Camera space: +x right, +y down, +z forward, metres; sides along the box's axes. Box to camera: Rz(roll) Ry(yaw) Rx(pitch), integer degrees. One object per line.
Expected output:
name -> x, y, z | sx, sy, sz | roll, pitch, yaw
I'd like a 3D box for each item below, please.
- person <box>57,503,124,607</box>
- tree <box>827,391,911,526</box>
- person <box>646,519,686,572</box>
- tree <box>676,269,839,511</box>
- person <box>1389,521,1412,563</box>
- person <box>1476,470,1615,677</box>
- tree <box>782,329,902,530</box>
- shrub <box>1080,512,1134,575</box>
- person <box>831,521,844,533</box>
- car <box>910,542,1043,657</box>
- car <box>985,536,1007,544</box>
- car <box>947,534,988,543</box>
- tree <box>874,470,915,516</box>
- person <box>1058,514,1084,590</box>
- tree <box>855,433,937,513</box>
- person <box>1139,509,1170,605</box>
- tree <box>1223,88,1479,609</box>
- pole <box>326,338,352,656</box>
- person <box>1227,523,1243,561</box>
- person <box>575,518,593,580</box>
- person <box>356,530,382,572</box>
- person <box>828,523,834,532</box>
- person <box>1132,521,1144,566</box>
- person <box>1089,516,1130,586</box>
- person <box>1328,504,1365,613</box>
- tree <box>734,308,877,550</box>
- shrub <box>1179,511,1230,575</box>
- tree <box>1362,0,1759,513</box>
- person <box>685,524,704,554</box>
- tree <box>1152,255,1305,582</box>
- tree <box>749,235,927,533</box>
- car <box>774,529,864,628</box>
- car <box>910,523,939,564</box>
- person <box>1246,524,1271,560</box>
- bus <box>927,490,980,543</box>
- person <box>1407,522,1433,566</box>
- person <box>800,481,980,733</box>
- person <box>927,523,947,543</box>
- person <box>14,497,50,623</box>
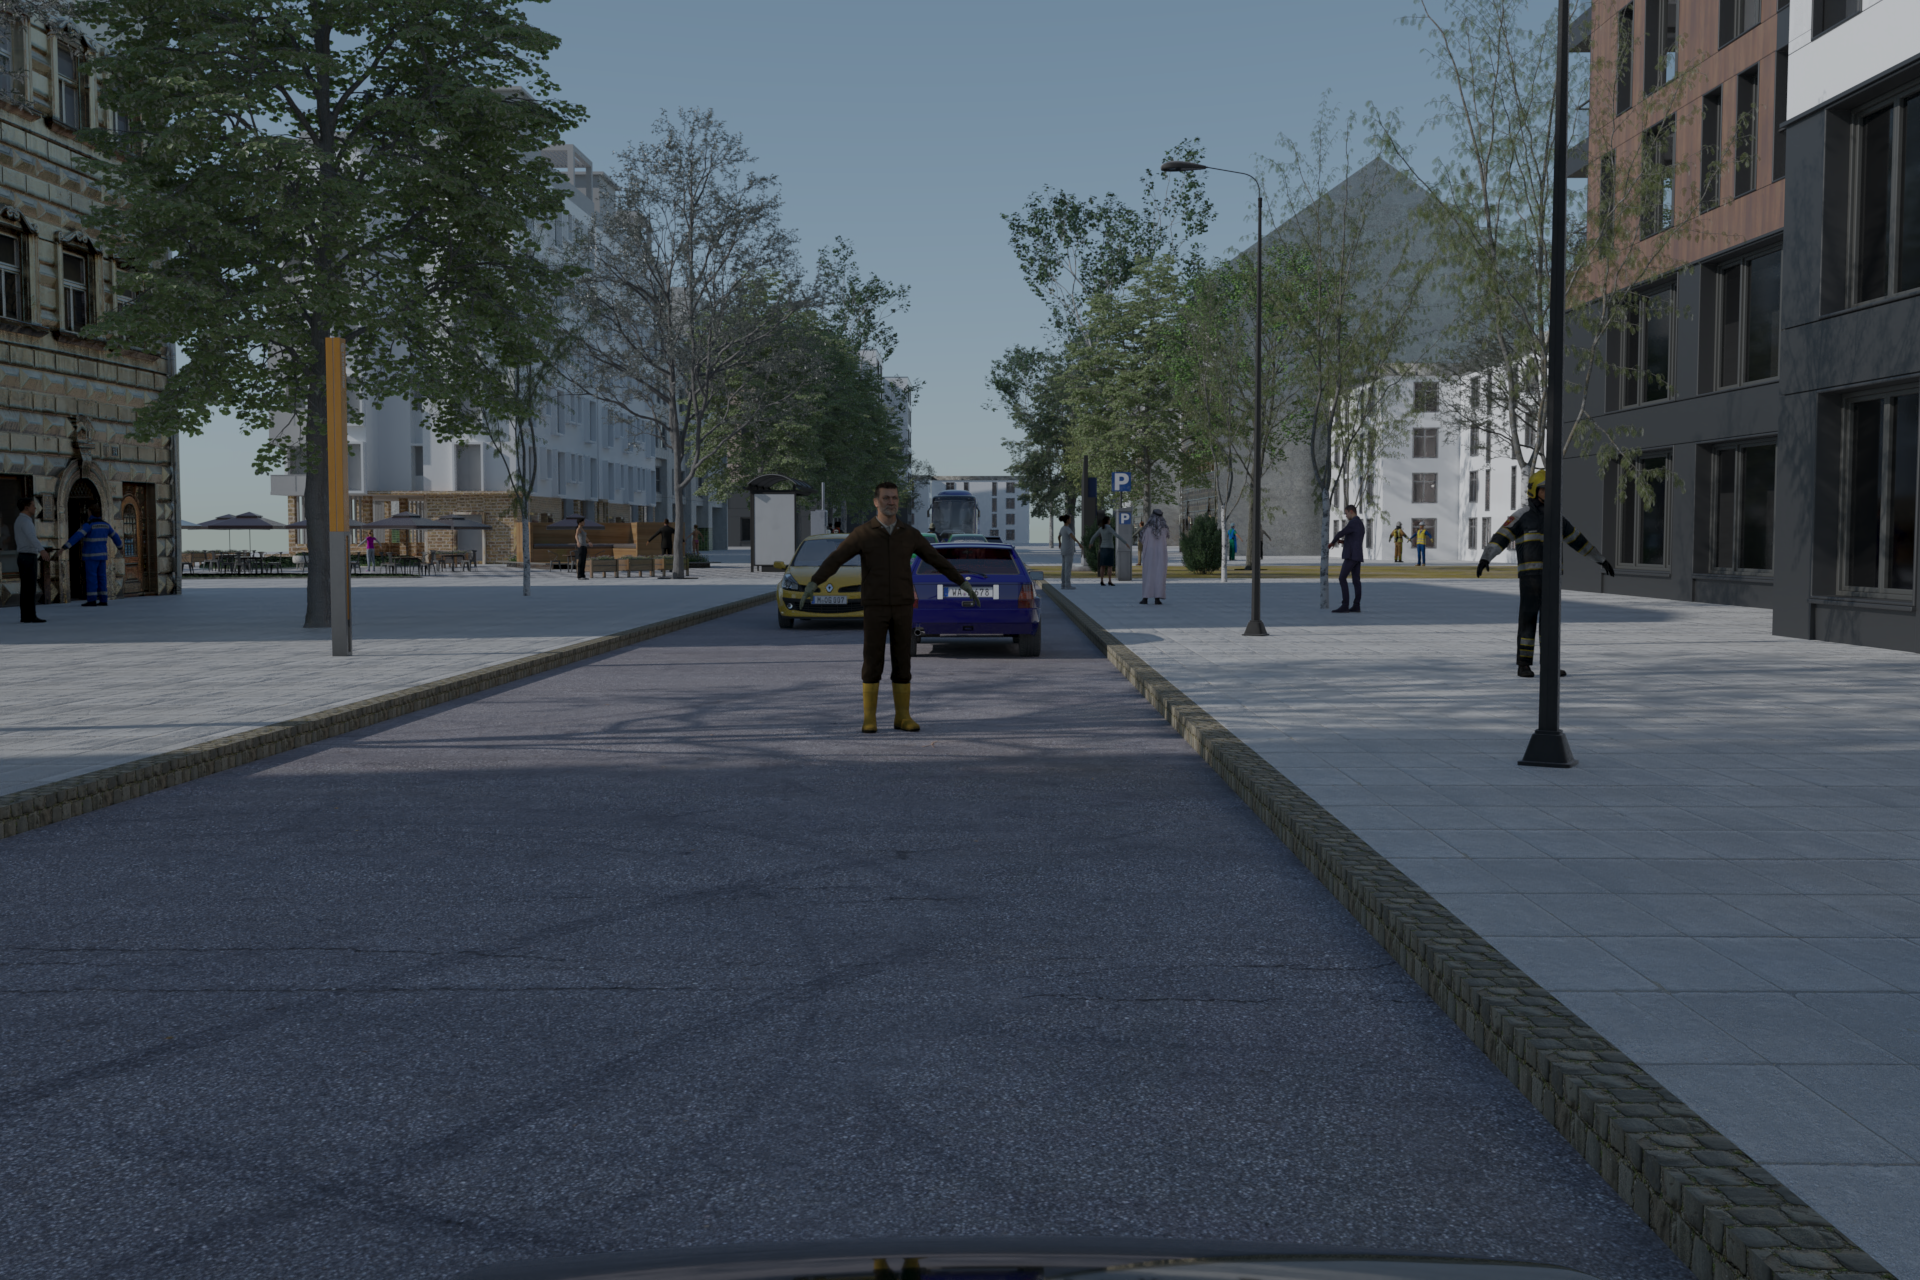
person -> -15.380, -1.516, 30.768 | 0.704, 1.831, 1.345 | 1, 4, 23
tree -> -7.159, -12.992, 130.540 | 7.486, 12.596, 7.792 | 0, 3, 0
person -> -9.918, -3.201, 58.557 | 1.346, 1.802, 0.704 | -1, 4, -16
tree -> -8.737, -9.538, 74.066 | 7.486, 12.596, 7.792 | 0, 3, 0
person -> 19.806, -4.425, 78.118 | 0.705, 1.858, 1.354 | -2, 4, -33
person -> 5.222, -0.599, 15.560 | 1.351, 1.858, 0.704 | -1, 4, -13
tree -> -6.894, -10.911, 96.516 | 7.486, 12.596, 7.792 | 0, 3, 0
shrub -> 4.566, -3.023, 53.846 | 1.690, 2.028, 1.600 | 0, 3, 0
person -> -5.189, -4.145, 73.916 | 1.345, 1.843, 0.704 | 2, 4, 31
car -> 0.092, -0.551, 21.591 | 1.945, 1.354, 3.894 | 0, 3, 0
car -> 1.549, -4.849, 91.865 | 1.945, 1.354, 3.894 | 0, 3, 0
car -> 0.262, -3.076, 62.085 | 2.131, 1.459, 4.920 | 0, 4, 0
tree -> -6.181, -12.041, 147.235 | 4.737, 8.622, 4.395 | 0, 3, 0
person -> 2.555, -2.045, 40.200 | 0.721, 1.739, 1.217 | -1, 4, -21
tree -> -6.568, -13.543, 155.842 | 8.767, 10.594, 7.601 | -2, 4, -25
person -> 3.563, -1.521, 31.578 | 0.551, 1.740, 0.621 | -1, 4, -16
tree -> 6.054, -4.847, 29.616 | 4.360, 8.622, 3.978 | 0, 3, 0
pole -> -6.498, -1.485, 18.122 | 0.158, 3.312, 0.155 | 0, 3, 0
person -> 13.105, -4.706, 83.062 | 0.704, 1.817, 1.347 | -2, 4, -26
person -> -10.531, -2.554, 48.573 | 0.721, 1.737, 1.217 | 0, 4, 5
person -> -20.141, -3.047, 59.088 | 0.599, 1.433, 0.991 | 3, 5, 39
person -> -6.470, -4.928, 86.515 | 1.347, 1.837, 0.705 | -1, 4, -11
person -> 7.387, -3.928, 70.501 | 1.348, 1.796, 0.705 | -2, 4, -29
person -> 3.679, -2.204, 42.874 | 1.217, 1.735, 0.721 | 3, 5, 40
person -> 6.307, -1.338, 28.372 | 0.568, 1.767, 0.683 | 2, 4, 32
tree -> -7.736, -10.269, 86.017 | 7.486, 12.596, 7.792 | 0, 3, 0
shrub -> 7.778, -3.106, 55.196 | 1.690, 2.028, 1.600 | 0, 3, 0
tree -> 6.567, -4.253, 19.900 | 4.360, 8.622, 3.978 | 0, 3, 0
person -> -12.441, -4.547, 81.149 | 0.721, 1.733, 1.217 | 3, 4, 38
tree -> 7.086, -5.862, 46.200 | 4.360, 8.622, 3.978 | 0, 3, 0
tree -> -8.472, -15.711, 112.761 | 12.611, 20.169, 13.585 | 0, 3, 0
car -> -1.887, -1.060, 27.549 | 2.015, 1.641, 3.980 | 0, 4, 1
car -> -1.375, -2.772, 54.123 | 1.959, 1.807, 4.718 | 0, 4, 1
person -> 14.982, -4.927, 86.678 | 1.348, 1.813, 0.705 | -1, 4, -14
bus -> -0.199, -6.642, 100.138 | 2.896, 3.916, 12.251 | 0, 4, 1
person -> 18.452, -3.850, 69.405 | 0.721, 1.772, 1.216 | -3, 5, -41
person -> -0.519, -0.243, 12.569 | 1.346, 1.812, 0.704 | -1, 4, -17
person -> -1.058, -3.589, 66.915 | 1.354, 1.856, 0.705 | 1, 4, 19
person -> -13.477, -1.158, 25.097 | 0.704, 1.810, 1.344 | -3, 5, -40
